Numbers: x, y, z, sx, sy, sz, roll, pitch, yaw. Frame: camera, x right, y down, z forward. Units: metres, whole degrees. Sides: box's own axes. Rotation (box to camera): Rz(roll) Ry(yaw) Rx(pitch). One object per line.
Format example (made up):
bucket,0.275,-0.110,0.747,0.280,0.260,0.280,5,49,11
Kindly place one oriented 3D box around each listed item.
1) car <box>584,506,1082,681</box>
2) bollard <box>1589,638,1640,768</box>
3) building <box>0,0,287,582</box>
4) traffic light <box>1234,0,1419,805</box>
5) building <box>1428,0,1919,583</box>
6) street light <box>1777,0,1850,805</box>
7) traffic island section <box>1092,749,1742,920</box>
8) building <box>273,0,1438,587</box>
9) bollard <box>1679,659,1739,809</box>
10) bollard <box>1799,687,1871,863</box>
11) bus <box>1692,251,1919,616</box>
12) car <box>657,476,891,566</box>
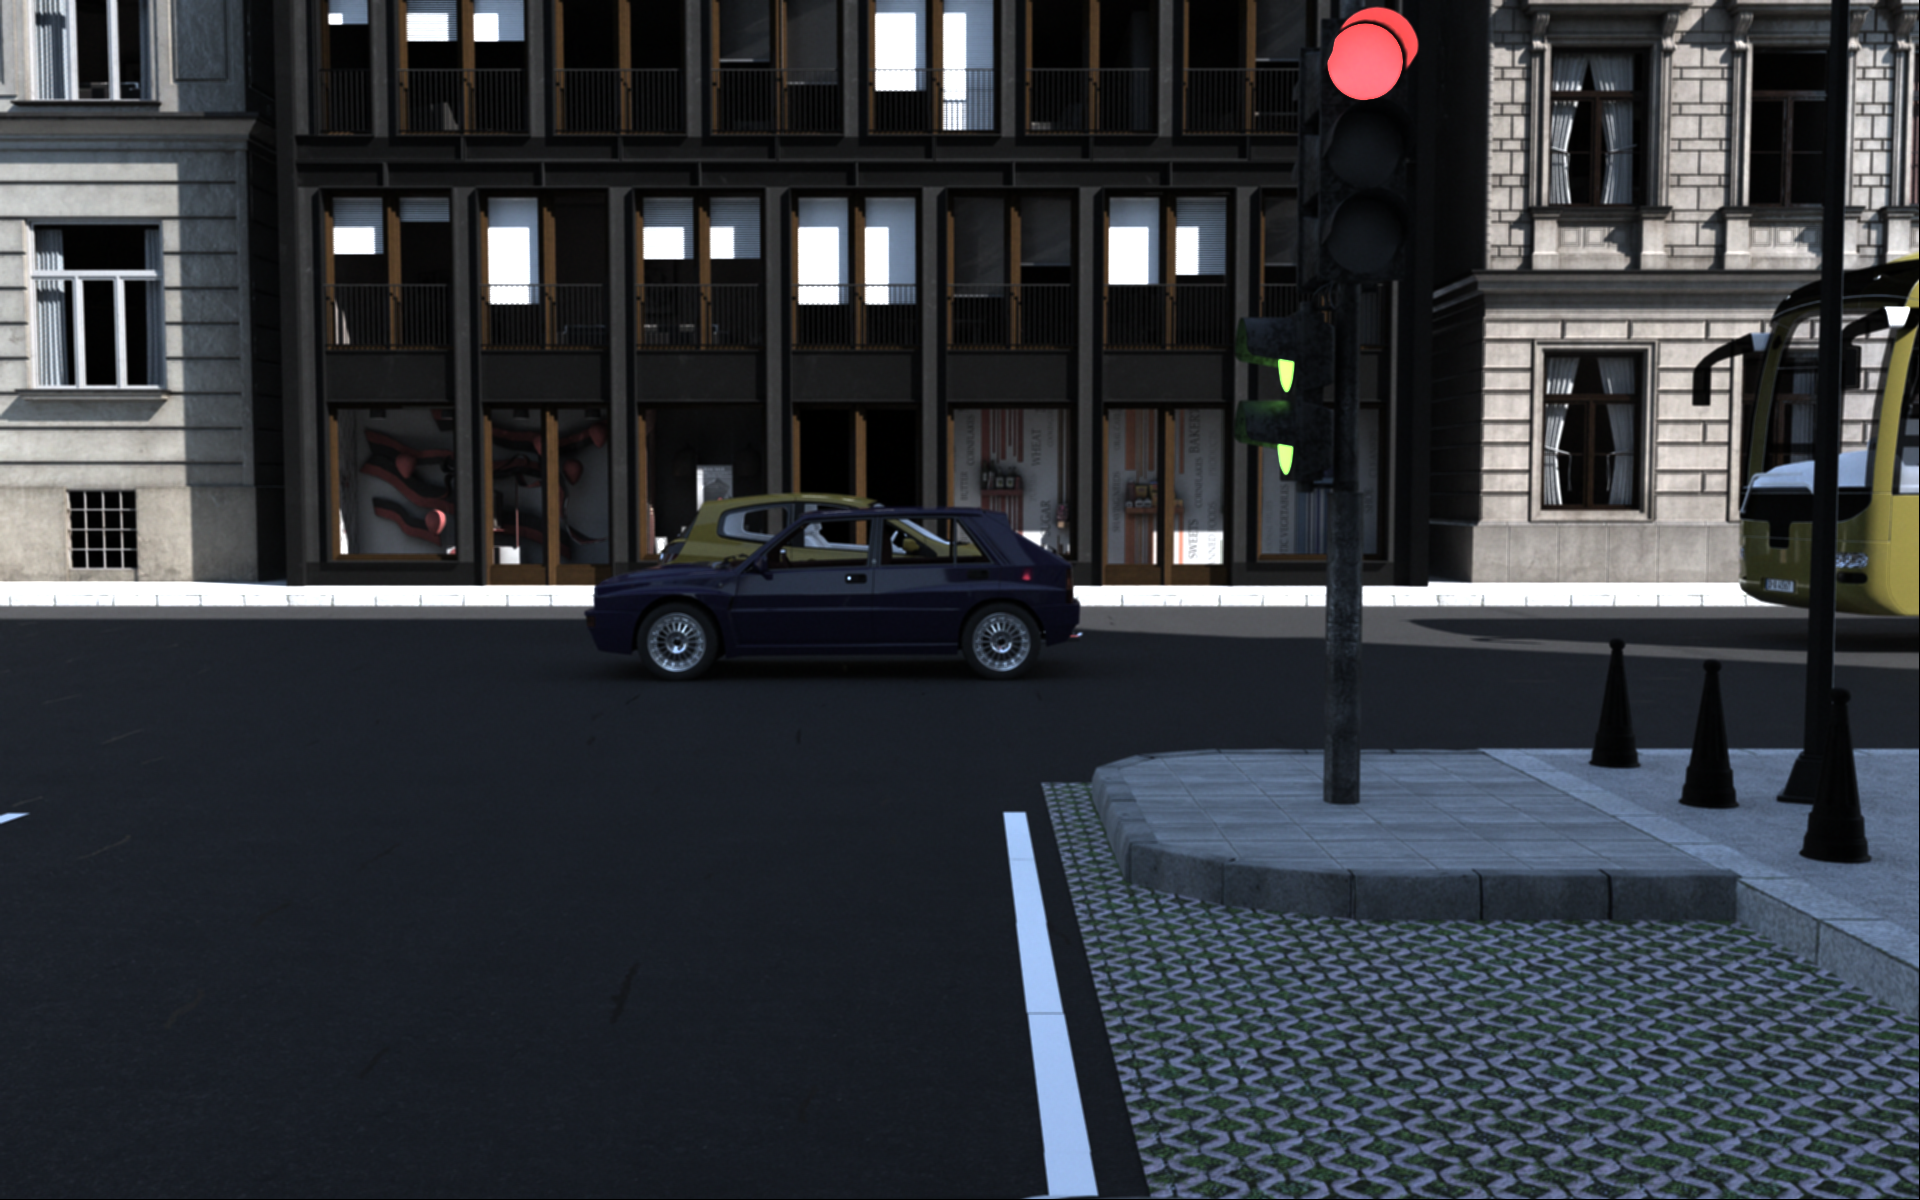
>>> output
car,-1.001,-0.092,14.081,3.894,1.354,1.945,0,4,-2
bollard,3.104,0.480,8.194,0.229,0.601,0.229,0,3,0
building,-24.408,-12.138,31.738,30.059,22.955,16.112,0,4,0
traffic light,1.574,-1.113,7.113,0.839,4.253,0.868,0,4,0
building,16.454,-10.055,29.022,19.286,19.102,10.561,0,4,0
street light,3.053,-2.113,7.096,1.470,5.913,1.316,0,4,0
traffic island section,1.614,0.921,7.227,2.009,0.180,2.903,0,4,0
building,-1.410,-12.216,29.413,15.834,23.373,12.332,0,4,0
bollard,3.100,0.544,7.154,0.229,0.601,0.229,0,3,0
bollard,3.096,0.607,6.109,0.229,0.601,0.229,0,3,0
bus,13.705,-1.535,16.639,12.252,3.916,2.896,0,4,-1
car,-1.056,-0.435,17.341,3.980,1.641,2.015,0,4,2
